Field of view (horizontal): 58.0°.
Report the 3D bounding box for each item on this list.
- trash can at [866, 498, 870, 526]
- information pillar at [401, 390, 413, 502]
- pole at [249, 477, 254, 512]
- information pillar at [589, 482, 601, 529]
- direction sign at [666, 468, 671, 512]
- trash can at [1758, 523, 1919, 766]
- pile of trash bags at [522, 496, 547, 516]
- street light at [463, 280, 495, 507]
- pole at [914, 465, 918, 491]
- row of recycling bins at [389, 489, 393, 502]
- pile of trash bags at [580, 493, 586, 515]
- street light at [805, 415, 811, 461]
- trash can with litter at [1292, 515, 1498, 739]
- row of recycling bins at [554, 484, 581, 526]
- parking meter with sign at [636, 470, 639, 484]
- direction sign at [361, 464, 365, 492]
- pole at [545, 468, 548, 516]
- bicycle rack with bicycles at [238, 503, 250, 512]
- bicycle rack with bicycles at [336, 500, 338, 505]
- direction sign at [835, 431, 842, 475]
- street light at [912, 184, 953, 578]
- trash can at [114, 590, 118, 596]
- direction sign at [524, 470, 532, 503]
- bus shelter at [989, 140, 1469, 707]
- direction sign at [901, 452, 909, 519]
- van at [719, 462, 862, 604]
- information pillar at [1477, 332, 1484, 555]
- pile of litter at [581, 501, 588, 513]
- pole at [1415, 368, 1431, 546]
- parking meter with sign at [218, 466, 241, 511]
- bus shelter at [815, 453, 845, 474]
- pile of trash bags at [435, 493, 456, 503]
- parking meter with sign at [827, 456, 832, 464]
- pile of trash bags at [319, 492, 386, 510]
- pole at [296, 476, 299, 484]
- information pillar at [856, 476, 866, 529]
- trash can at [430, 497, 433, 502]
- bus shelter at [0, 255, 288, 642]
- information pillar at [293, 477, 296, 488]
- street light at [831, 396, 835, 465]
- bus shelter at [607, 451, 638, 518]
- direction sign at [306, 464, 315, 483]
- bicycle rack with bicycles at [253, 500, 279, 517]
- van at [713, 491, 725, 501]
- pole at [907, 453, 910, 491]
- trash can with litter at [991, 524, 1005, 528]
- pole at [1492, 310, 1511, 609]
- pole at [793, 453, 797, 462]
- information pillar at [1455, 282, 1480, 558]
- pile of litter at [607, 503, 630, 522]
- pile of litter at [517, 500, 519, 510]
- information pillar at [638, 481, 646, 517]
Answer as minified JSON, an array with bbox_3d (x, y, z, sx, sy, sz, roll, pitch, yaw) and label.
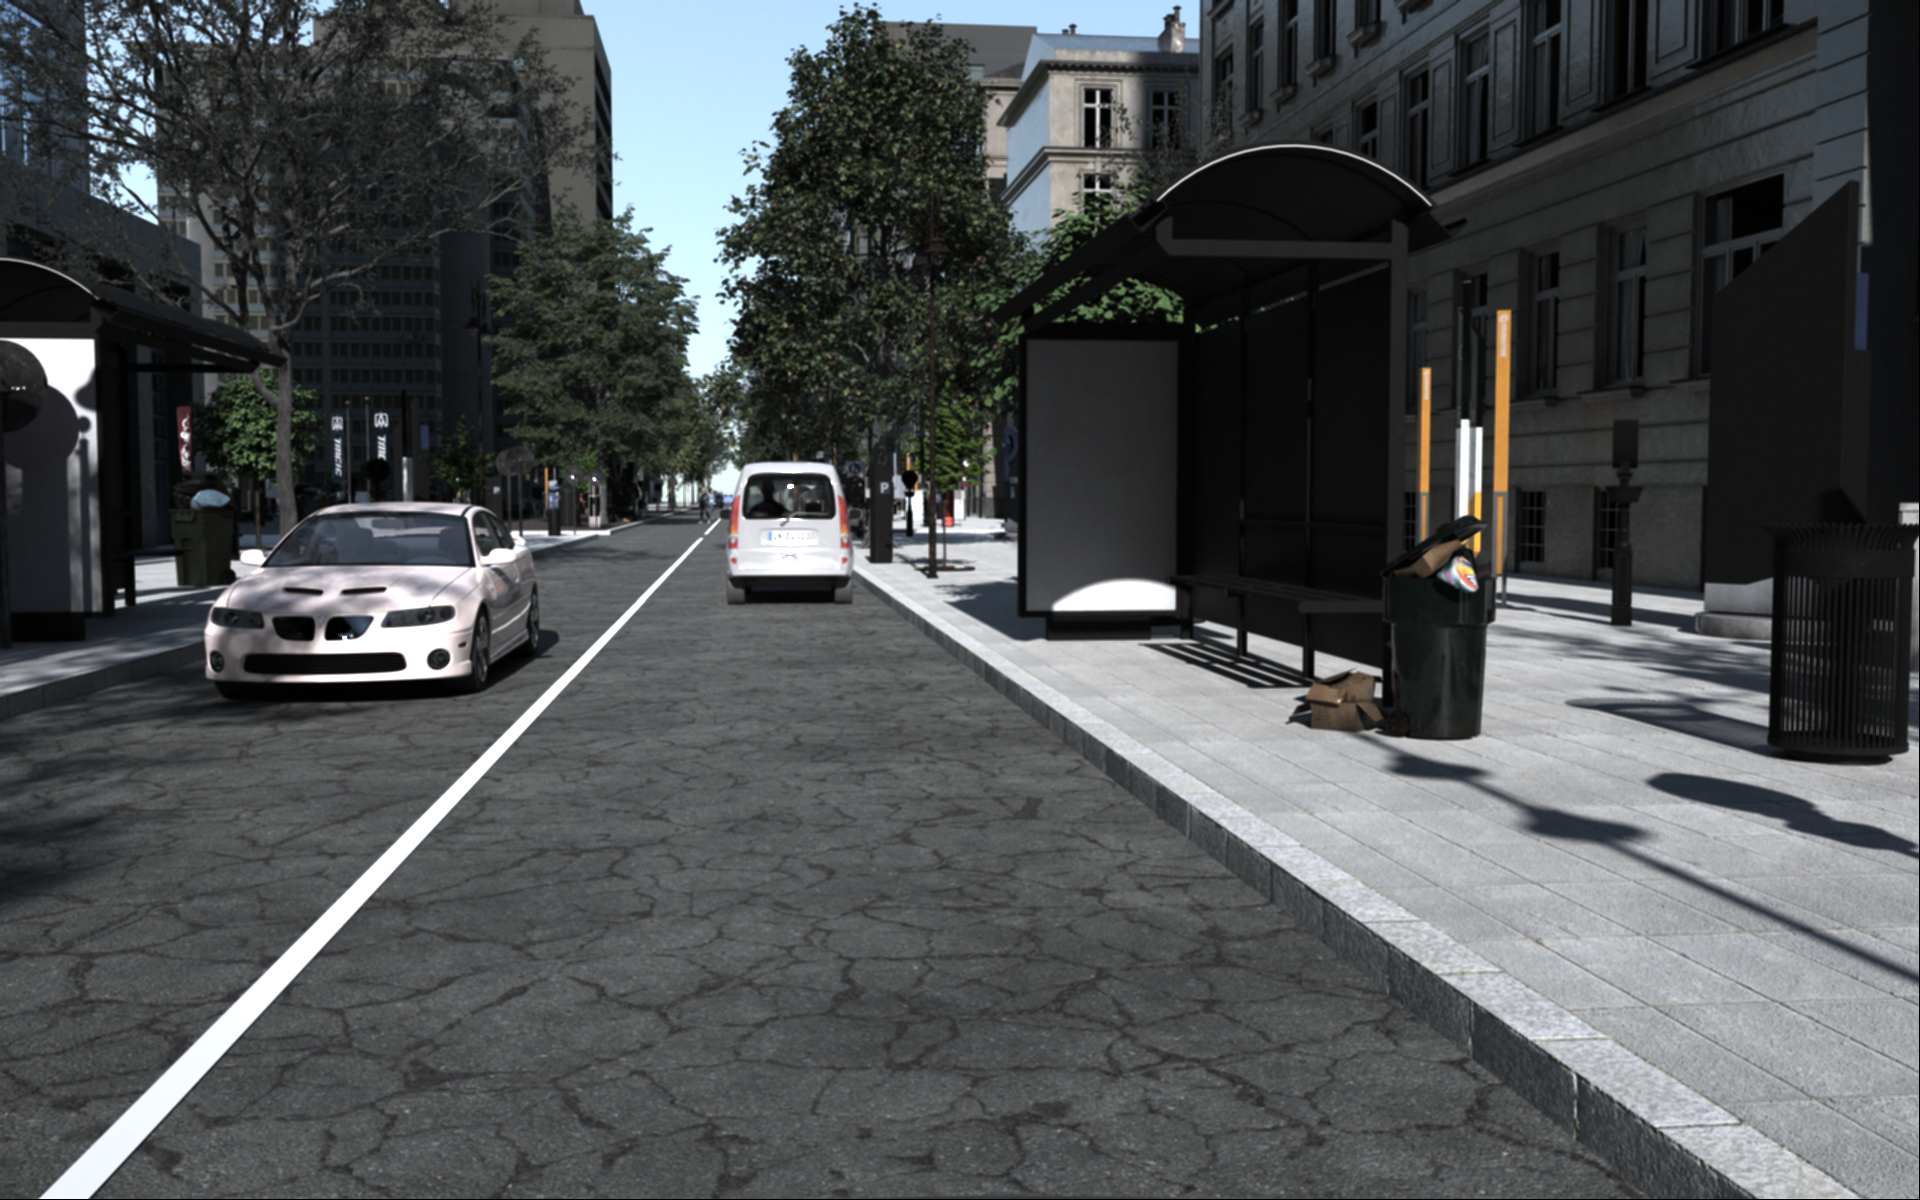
[{"bbox_3d":[-3.308,-3.323,65.990,0.748,1.137,0.748,0,3,0],"label":"trash can"},{"bbox_3d":[-12.471,-2.920,39.101,0.183,3.616,0.504,0,4,-2],"label":"information pillar"},{"bbox_3d":[-43.330,-6.851,105.856,0.158,3.312,0.155,0,3,0],"label":"pole"},{"bbox_3d":[-13.497,-3.637,63.960,0.304,2.012,0.304,3,5,43],"label":"information pillar"},{"bbox_3d":[-21.310,-8.234,126.624,0.379,3.537,0.876,-1,4,-9],"label":"direction sign"},{"bbox_3d":[4.251,0.201,8.366,0.748,1.137,0.748,0,3,0],"label":"trash can"},{"bbox_3d":[-24.369,-5.620,101.634,3.447,1.369,1.912,3,4,38],"label":"pile of trash bags"},{"bbox_3d":[-10.395,-3.960,37.541,0.468,5.910,1.993,0,4,-7],"label":"street light"},{"bbox_3d":[-2.305,-5.929,90.785,0.158,3.312,0.155,0,3,0],"label":"pole"},{"bbox_3d":[-39.893,-7.118,123.490,1.069,1.692,3.534,0,4,-4],"label":"row of recycling bins"},{"bbox_3d":[-23.985,-6.022,108.210,3.447,1.369,1.912,-2,4,-31],"label":"pile of trash bags"},{"bbox_3d":[-7.110,-6.571,80.217,0.468,5.910,1.993,0,4,-7],"label":"street light"},{"bbox_3d":[2.307,0.130,9.264,1.055,1.170,0.624,2,4,33],"label":"trash can with litter"},{"bbox_3d":[-16.224,-3.898,70.843,1.069,1.692,3.534,-1,4,-20],"label":"row of recycling bins"},{"bbox_3d":[-23.082,-7.779,123.448,0.543,3.016,1.738,1,4,12],"label":"parking meter with sign"},{"bbox_3d":[-45.542,-8.577,132.228,0.379,3.537,0.876,0,4,-1],"label":"direction sign"},{"bbox_3d":[-23.836,-6.481,99.809,0.158,3.312,0.155,0,3,0],"label":"pole"},{"bbox_3d":[-50.086,-6.801,124.580,2.852,0.926,2.925,-2,4,-29],"label":"bicycle rack with bicycles"},{"bbox_3d":[-37.521,-5.562,104.328,2.925,0.926,2.852,2,4,26],"label":"bicycle rack with bicycles"},{"bbox_3d":[-4.387,-4.309,62.456,0.379,3.537,0.876,-1,4,-18],"label":"direction sign"},{"bbox_3d":[-0.419,-3.269,26.230,0.468,5.910,1.993,0,4,-7],"label":"street light"},{"bbox_3d":[-10.490,-0.562,20.847,0.748,1.137,0.748,0,3,0],"label":"trash can"},{"bbox_3d":[-26.573,-7.057,107.385,0.876,3.537,0.379,-2,4,-34],"label":"direction sign"},{"bbox_3d":[1.596,-1.147,12.683,2.014,3.302,5.546,0,4,-7],"label":"bus shelter"},{"bbox_3d":[-2.807,-5.914,88.692,0.379,3.537,0.876,2,4,26],"label":"direction sign"},{"bbox_3d":[-2.340,-1.033,23.901,2.013,2.044,4.112,0,4,-5],"label":"van"},{"bbox_3d":[6.365,-1.856,21.698,0.183,3.616,0.504,-1,4,-15],"label":"information pillar"},{"bbox_3d":[-25.740,-6.330,117.462,1.176,0.858,1.719,-1,4,-22],"label":"pile of litter"},{"bbox_3d":[7.499,-2.092,28.054,0.158,3.312,0.155,0,3,0],"label":"pole"},{"bbox_3d":[-47.296,-7.083,112.067,1.738,3.016,0.543,1,4,13],"label":"parking meter with sign"},{"bbox_3d":[-6.951,-5.775,88.347,2.014,3.302,5.546,0,4,-7],"label":"bus shelter"},{"bbox_3d":[-31.454,-5.852,105.433,1.912,1.369,3.447,0,4,3],"label":"pile of trash bags"},{"bbox_3d":[-5.895,-5.123,80.025,0.543,3.016,1.738,0,4,-7],"label":"parking meter with sign"},{"bbox_3d":[-28.278,-4.297,80.010,3.447,1.369,1.912,1,4,12],"label":"pile of trash bags"},{"bbox_3d":[-47.754,-8.017,124.920,0.158,3.312,0.155,0,3,0],"label":"pole"},{"bbox_3d":[-3.643,-3.587,63.139,0.304,2.012,0.304,3,4,36],"label":"information pillar"},{"bbox_3d":[-28.172,-4.880,91.441,0.748,1.137,0.748,0,3,0],"label":"trash can"},{"bbox_3d":[-8.505,-1.439,17.444,2.014,3.302,5.546,0,4,-7],"label":"bus shelter"},{"bbox_3d":[-29.480,-4.401,76.444,0.304,2.012,0.304,-1,4,-10],"label":"information pillar"},{"bbox_3d":[-4.020,-5.016,54.795,0.468,5.910,1.993,0,4,-7],"label":"street light"},{"bbox_3d":[-18.925,-6.451,96.750,1.731,3.624,6.357,0,4,-7],"label":"bus shelter"},{"bbox_3d":[-48.581,-8.413,129.557,0.379,3.537,0.876,1,4,23],"label":"direction sign"},{"bbox_3d":[-38.956,-5.277,99.658,2.925,0.926,2.852,-1,4,-16],"label":"bicycle rack with bicycles"},{"bbox_3d":[-31.672,-13.415,226.341,2.013,2.044,4.112,0,4,-7],"label":"van"},{"bbox_3d":[-2.540,-5.599,85.385,0.158,3.312,0.155,0,3,0],"label":"pole"},{"bbox_3d":[2.176,-3.351,65.843,2.233,1.210,1.678,3,5,42],"label":"trash can with litter"},{"bbox_3d":[6.040,-1.559,19.331,0.158,3.312,0.155,0,3,0],"label":"pole"},{"bbox_3d":[-8.019,-5.537,84.381,0.158,3.312,0.155,0,3,0],"label":"pole"},{"bbox_3d":[5.661,-1.716,19.403,0.183,3.616,0.504,1,4,18],"label":"information pillar"},{"bbox_3d":[-15.772,-4.017,79.650,1.176,0.858,1.719,-1,4,-18],"label":"pile of litter"},{"bbox_3d":[-31.017,-6.678,123.150,1.176,0.858,1.719,-2,4,-28],"label":"pile of litter"},{"bbox_3d":[-17.646,-5.601,96.061,0.304,2.012,0.304,1,4,14],"label":"information pillar"}]
